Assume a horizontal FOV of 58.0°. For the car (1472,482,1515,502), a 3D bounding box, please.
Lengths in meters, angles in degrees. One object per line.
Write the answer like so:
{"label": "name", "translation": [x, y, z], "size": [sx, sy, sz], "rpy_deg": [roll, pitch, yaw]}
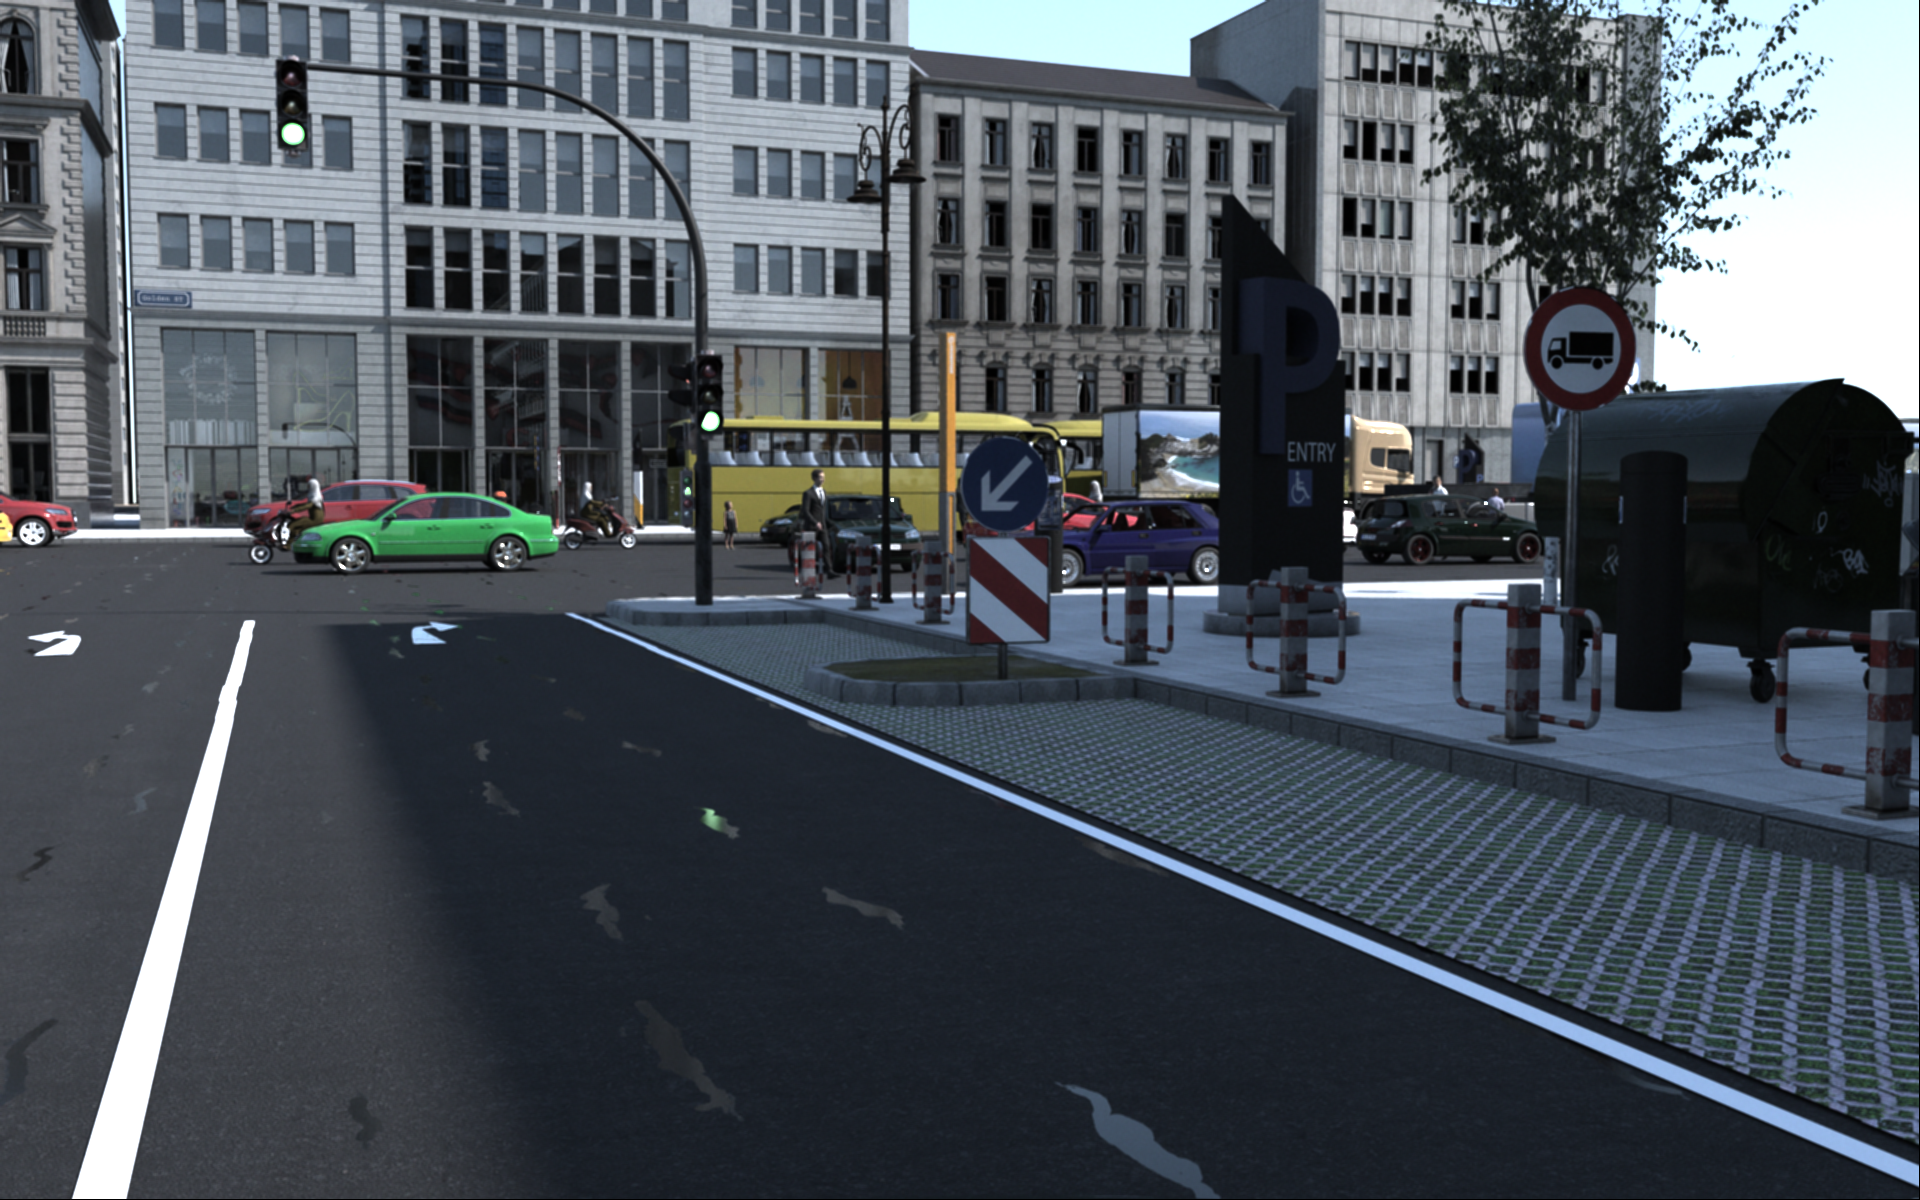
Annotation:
{"label": "car", "translation": [17.350, -2.961, 57.083], "size": [2.281, 1.827, 5.304], "rpy_deg": [-1, 4, -21]}

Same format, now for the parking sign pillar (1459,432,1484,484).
{"label": "parking sign pillar", "translation": [22.126, -5.290, 74.959], "size": [1.447, 3.967, 1.447], "rpy_deg": [-1, 4, -17]}

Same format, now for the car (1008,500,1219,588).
{"label": "car", "translation": [2.403, -0.921, 27.644], "size": [3.894, 1.354, 1.945], "rpy_deg": [-1, 4, -22]}

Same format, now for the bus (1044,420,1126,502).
{"label": "bus", "translation": [6.966, -4.143, 59.281], "size": [12.252, 3.916, 2.896], "rpy_deg": [-1, 4, -20]}

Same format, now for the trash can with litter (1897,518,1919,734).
{"label": "trash can with litter", "translation": [5.364, 0.149, 8.956], "size": [0.624, 1.170, 1.055], "rpy_deg": [0, 4, -6]}

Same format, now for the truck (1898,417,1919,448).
{"label": "truck", "translation": [32.241, -4.572, 63.670], "size": [11.283, 4.237, 2.839], "rpy_deg": [-1, 4, -22]}

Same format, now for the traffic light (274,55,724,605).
{"label": "traffic light", "translation": [-4.915, -2.715, 19.066], "size": [4.771, 5.953, 1.251], "rpy_deg": [-1, 4, -21]}

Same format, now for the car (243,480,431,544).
{"label": "car", "translation": [-17.095, -2.418, 48.204], "size": [5.304, 1.827, 2.281], "rpy_deg": [-1, 4, -23]}

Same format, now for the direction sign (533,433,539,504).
{"label": "direction sign", "translation": [-15.697, -4.417, 64.220], "size": [0.379, 3.537, 0.876], "rpy_deg": [0, 4, -4]}

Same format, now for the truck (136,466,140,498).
{"label": "truck", "translation": [-83.540, -11.637, 179.181], "size": [2.839, 4.237, 11.283], "rpy_deg": [-1, 4, -23]}

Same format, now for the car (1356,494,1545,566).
{"label": "car", "translation": [10.230, -1.594, 35.853], "size": [4.222, 1.686, 2.009], "rpy_deg": [-1, 4, -19]}

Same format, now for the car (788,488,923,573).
{"label": "car", "translation": [-2.038, -1.420, 33.008], "size": [2.009, 1.686, 4.222], "rpy_deg": [-1, 4, -21]}

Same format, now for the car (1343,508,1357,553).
{"label": "car", "translation": [7.910, -1.857, 42.722], "size": [2.083, 1.381, 4.827], "rpy_deg": [-1, 4, -20]}

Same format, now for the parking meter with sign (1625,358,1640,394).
{"label": "parking meter with sign", "translation": [9.069, -1.543, 21.495], "size": [1.738, 3.016, 0.543], "rpy_deg": [3, 5, 44]}

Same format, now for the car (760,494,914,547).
{"label": "car", "translation": [-3.295, -2.265, 46.814], "size": [4.222, 1.686, 2.009], "rpy_deg": [-1, 4, -23]}

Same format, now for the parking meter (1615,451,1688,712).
{"label": "parking meter", "translation": [4.126, -0.118, 10.341], "size": [0.372, 1.533, 0.369], "rpy_deg": [0, 3, 0]}

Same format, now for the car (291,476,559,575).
{"label": "car", "translation": [-9.852, -1.420, 32.017], "size": [4.718, 1.807, 1.959], "rpy_deg": [-1, 4, -22]}

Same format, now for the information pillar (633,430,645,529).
{"label": "information pillar", "translation": [-11.721, -4.388, 63.096], "size": [0.183, 3.616, 0.504], "rpy_deg": [-3, 5, -41]}

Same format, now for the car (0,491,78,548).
{"label": "car", "translation": [-26.715, -2.319, 46.596], "size": [5.304, 1.827, 2.281], "rpy_deg": [-1, 4, -22]}

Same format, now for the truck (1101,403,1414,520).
{"label": "truck", "translation": [10.173, -4.142, 56.629], "size": [11.283, 4.237, 2.839], "rpy_deg": [-1, 4, -23]}

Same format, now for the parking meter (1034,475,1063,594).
{"label": "parking meter", "translation": [1.151, -0.860, 22.464], "size": [0.372, 1.533, 0.369], "rpy_deg": [0, 3, 0]}

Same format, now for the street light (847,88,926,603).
{"label": "street light", "translation": [-0.870, -2.903, 20.247], "size": [0.468, 5.910, 1.993], "rpy_deg": [-1, 4, -21]}

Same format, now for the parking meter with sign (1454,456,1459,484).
{"label": "parking meter with sign", "translation": [23.362, -5.046, 78.766], "size": [1.738, 3.016, 0.543], "rpy_deg": [-1, 4, -11]}

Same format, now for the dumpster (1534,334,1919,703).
{"label": "dumpster", "translation": [5.035, -0.549, 11.465], "size": [1.502, 2.255, 1.985], "rpy_deg": [-1, 4, -21]}

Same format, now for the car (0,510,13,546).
{"label": "car", "translation": [-25.556, -1.976, 42.525], "size": [3.980, 1.641, 2.015], "rpy_deg": [-1, 4, -20]}

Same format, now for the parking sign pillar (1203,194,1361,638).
{"label": "parking sign pillar", "translation": [2.995, -1.686, 16.037], "size": [1.447, 3.967, 1.447], "rpy_deg": [-3, 5, -39]}

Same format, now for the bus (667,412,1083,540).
{"label": "bus", "translation": [-2.438, -3.681, 51.739], "size": [12.252, 3.916, 2.896], "rpy_deg": [-1, 4, -22]}

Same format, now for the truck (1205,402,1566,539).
{"label": "truck", "translation": [11.411, -3.610, 48.788], "size": [18.799, 4.110, 2.967], "rpy_deg": [-1, 4, -19]}

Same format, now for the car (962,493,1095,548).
{"label": "car", "translation": [2.289, -1.768, 37.950], "size": [4.494, 1.783, 2.155], "rpy_deg": [-1, 4, -21]}

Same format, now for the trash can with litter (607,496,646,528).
{"label": "trash can with litter", "translation": [-12.899, -3.391, 66.496], "size": [2.233, 1.210, 1.678], "rpy_deg": [-3, 5, -41]}

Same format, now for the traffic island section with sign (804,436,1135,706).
{"label": "traffic island section with sign", "translation": [-0.059, -0.243, 12.596], "size": [1.989, 1.847, 2.006], "rpy_deg": [-1, 4, -21]}
